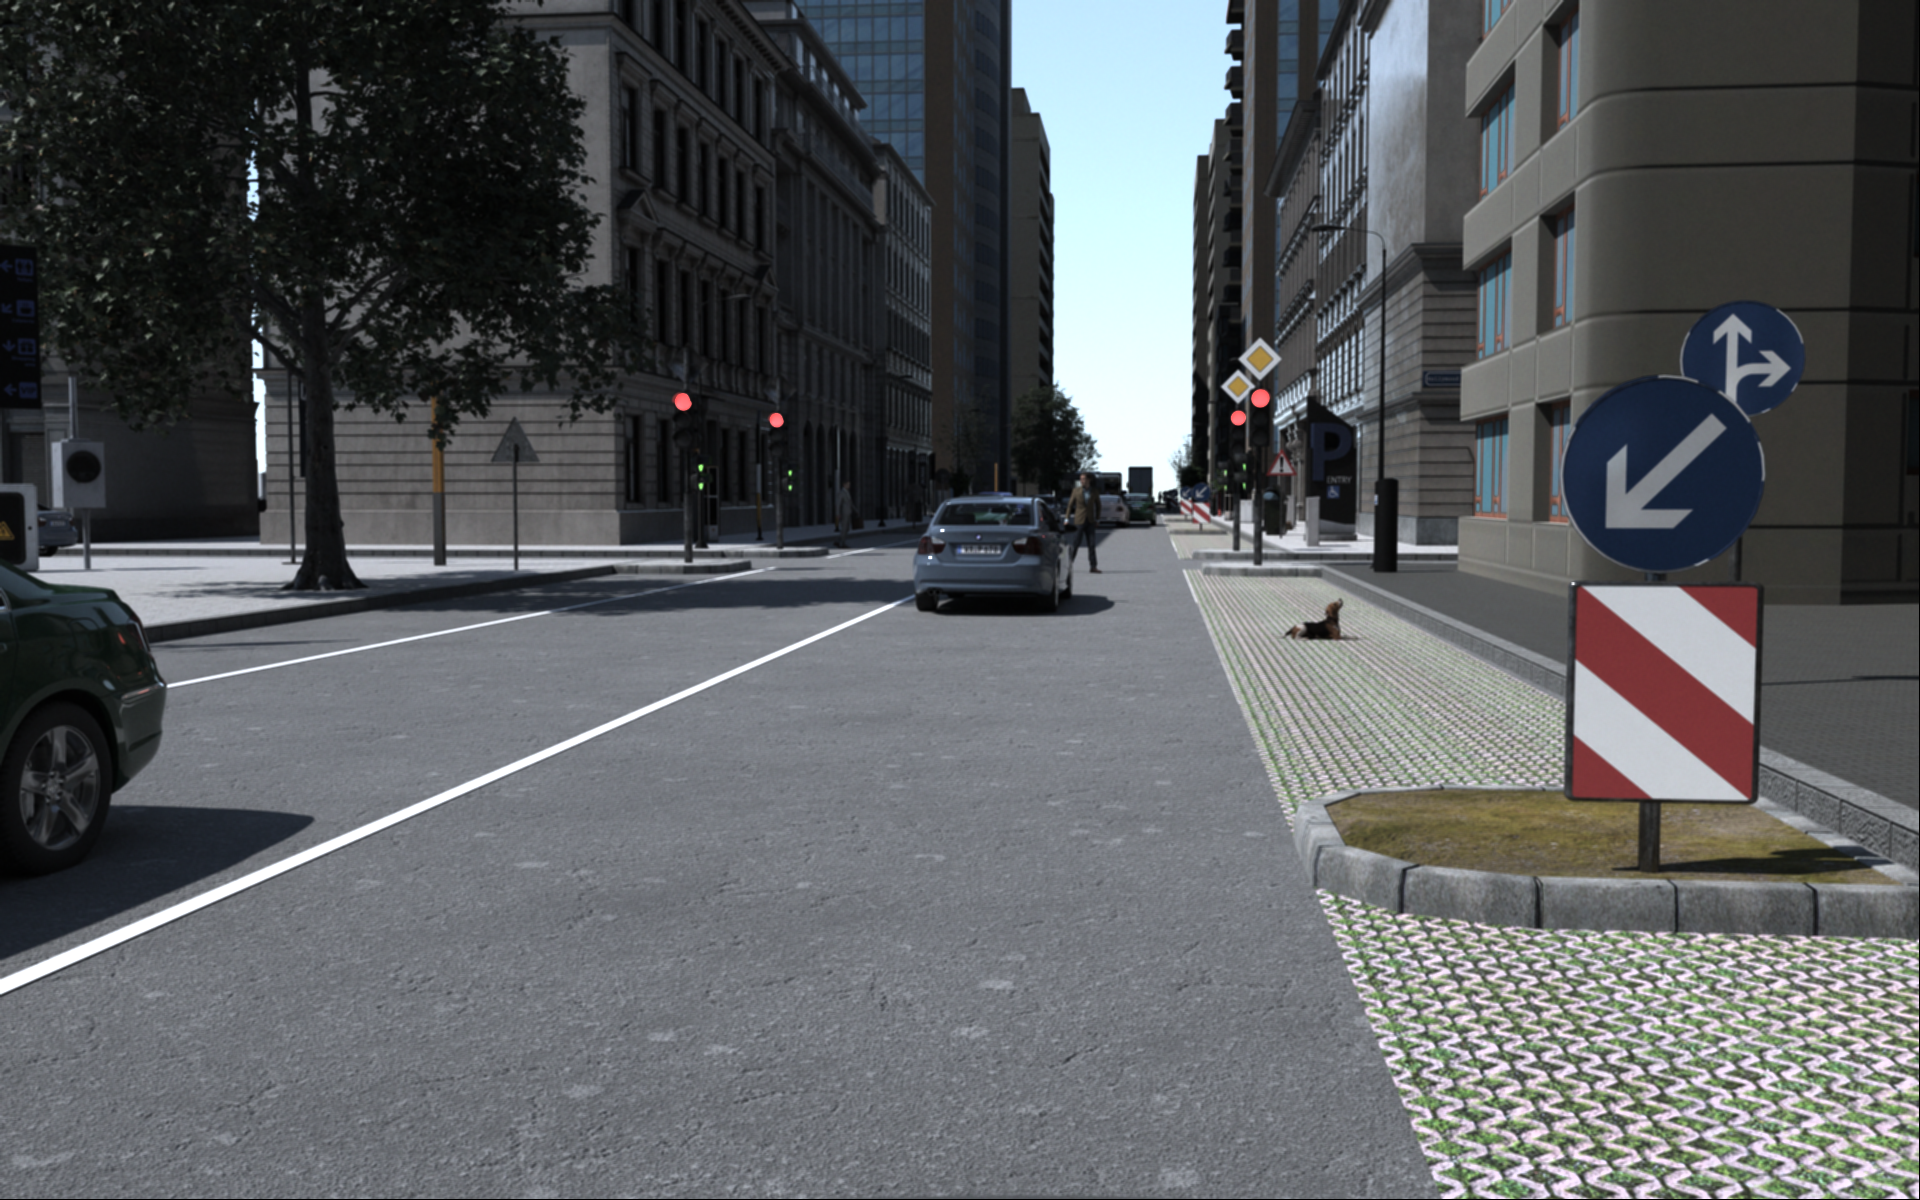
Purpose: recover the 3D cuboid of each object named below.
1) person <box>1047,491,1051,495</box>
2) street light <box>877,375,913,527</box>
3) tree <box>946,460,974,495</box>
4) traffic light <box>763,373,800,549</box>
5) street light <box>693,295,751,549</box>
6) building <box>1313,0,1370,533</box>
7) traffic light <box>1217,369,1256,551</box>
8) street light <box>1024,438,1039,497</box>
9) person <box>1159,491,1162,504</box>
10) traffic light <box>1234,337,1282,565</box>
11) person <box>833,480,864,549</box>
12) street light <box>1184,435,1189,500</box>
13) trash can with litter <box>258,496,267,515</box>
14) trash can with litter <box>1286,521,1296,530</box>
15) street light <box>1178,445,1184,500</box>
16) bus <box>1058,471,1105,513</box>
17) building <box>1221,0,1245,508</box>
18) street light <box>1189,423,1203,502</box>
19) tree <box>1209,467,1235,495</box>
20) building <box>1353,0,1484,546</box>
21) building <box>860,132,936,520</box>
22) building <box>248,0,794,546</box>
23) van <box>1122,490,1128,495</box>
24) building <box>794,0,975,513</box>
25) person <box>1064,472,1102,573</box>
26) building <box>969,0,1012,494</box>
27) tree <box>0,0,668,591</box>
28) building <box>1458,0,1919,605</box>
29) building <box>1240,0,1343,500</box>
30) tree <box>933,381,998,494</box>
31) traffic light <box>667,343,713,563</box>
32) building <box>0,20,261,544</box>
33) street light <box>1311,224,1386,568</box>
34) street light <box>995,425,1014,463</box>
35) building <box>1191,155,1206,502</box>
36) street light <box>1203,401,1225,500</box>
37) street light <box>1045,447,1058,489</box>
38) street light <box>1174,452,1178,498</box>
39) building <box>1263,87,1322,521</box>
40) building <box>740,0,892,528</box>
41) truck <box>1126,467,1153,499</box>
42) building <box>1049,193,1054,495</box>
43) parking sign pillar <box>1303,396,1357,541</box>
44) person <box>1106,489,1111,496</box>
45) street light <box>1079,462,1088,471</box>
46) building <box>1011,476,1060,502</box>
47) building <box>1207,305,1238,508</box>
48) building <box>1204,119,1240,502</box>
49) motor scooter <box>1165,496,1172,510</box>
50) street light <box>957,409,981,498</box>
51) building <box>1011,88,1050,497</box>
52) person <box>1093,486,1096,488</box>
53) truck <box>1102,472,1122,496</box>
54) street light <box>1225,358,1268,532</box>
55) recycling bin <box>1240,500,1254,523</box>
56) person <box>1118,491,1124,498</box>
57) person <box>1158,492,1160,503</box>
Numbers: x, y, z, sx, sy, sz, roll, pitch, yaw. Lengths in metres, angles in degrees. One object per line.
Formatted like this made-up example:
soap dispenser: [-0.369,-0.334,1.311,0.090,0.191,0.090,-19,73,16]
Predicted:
person: [6.190,-6.674,119.091,0.593,1.643,0.415,2,4,34]
street light: [-2.526,-5.822,67.737,1.470,5.913,1.316,0,4,6]
tree: [0.047,-6.377,98.861,1.663,3.219,1.824,0,3,0]
traffic light: [-4.169,-3.134,40.167,0.839,4.253,0.868,0,4,6]
street light: [-5.557,-4.161,40.575,1.470,5.913,1.316,0,4,6]
building: [18.506,-13.063,62.730,9.793,20.994,18.267,0,4,6]
traffic light: [6.230,-3.065,39.030,0.839,4.253,0.868,0,4,6]
street light: [5.906,-10.519,144.529,1.470,5.913,1.316,0,4,6]
person: [27.787,-14.138,239.530,0.599,1.838,0.709,2,4,31]
traffic light: [5.347,-2.579,31.094,0.839,4.253,0.868,0,4,6]
person: [-2.984,-2.248,45.378,0.853,1.813,0.709,1,4,19]
street light: [18.399,-9.938,135.035,1.470,5.913,1.316,0,4,6]
trash can with litter: [-22.764,-2.849,57.639,1.678,1.210,2.233,1,4,21]
trash can with litter: [11.435,-3.091,61.933,1.055,1.170,0.624,0,4,-7]
street light: [21.516,-11.625,162.605,1.470,5.913,1.316,0,4,6]
bus: [9.611,-8.556,134.757,2.948,3.499,13.247,0,4,8]
building: [32.900,-29.796,141.785,22.147,44.769,28.867,0,4,6]
street light: [15.962,-8.625,113.561,1.470,5.913,1.316,0,4,6]
tree: [16.673,-7.000,109.043,1.663,3.219,1.824,0,3,0]
building: [28.744,-13.853,45.587,34.723,24.649,14.460,0,4,6]
building: [-7.278,-15.052,95.247,9.793,20.994,18.267,0,4,6]
building: [-12.135,-11.459,51.987,10.561,19.102,19.286,0,4,6]
van: [24.757,-15.956,265.262,2.240,2.365,5.245,0,4,7]
building: [-6.551,-28.900,122.632,14.600,45.320,14.200,0,4,6]
person: [2.226,-1.416,31.558,0.656,1.842,0.836,-3,5,-40]
building: [-7.313,-36.820,144.010,21.231,58.520,28.212,0,4,6]
tree: [-8.724,-6.487,23.078,9.611,12.733,9.660,0,3,0]
building: [20.525,-10.251,12.649,27.650,21.520,28.899,0,4,6]
building: [27.053,-28.788,120.791,14.600,45.320,14.200,0,4,6]
tree: [0.573,-9.724,109.347,4.360,8.622,3.978,0,3,0]
traffic light: [-5.052,-2.649,32.231,0.839,4.253,0.868,0,4,6]
building: [-31.135,-12.259,49.585,18.267,20.994,9.793,0,4,6]
street light: [6.735,-3.508,29.898,1.470,5.913,1.316,0,4,6]
street light: [2.926,-8.793,116.299,1.470,5.913,1.316,0,4,6]
building: [42.421,-37.345,234.298,21.300,48.544,21.600,0,4,6]
street light: [13.030,-6.971,86.518,1.470,5.913,1.316,0,4,6]
street light: [9.004,-12.183,171.730,1.470,5.913,1.316,0,4,6]
street light: [24.475,-13.279,189.644,1.470,5.913,1.316,0,4,6]
building: [21.499,-14.750,92.071,10.553,20.767,40.483,0,4,6]
building: [-11.276,-14.211,74.154,13.314,21.916,24.055,0,4,6]
truck: [19.005,-11.860,182.822,2.839,4.237,11.283,0,4,5]
building: [5.032,-33.386,229.454,14.154,41.232,14.086,0,4,6]
parking sign pillar: [10.173,-3.608,47.467,1.447,3.967,1.447,0,4,-5]
person: [10.924,-7.213,126.296,0.599,1.838,0.709,3,5,40]
street light: [17.998,-17.164,253.174,1.470,5.913,1.316,0,4,6]
building: [-1.463,-34.127,249.864,32.217,40.220,23.993,0,4,6]
building: [38.964,-19.954,171.288,27.650,21.520,28.899,0,4,6]
building: [41.515,-36.025,212.706,21.300,48.544,21.600,0,4,6]
motor scooter: [17.967,-8.327,148.930,0.815,1.314,1.986,1,4,8]
street light: [0.450,-7.476,94.775,1.470,5.913,1.316,0,4,6]
building: [-0.300,-35.959,211.623,21.300,48.544,21.600,0,4,6]
person: [6.359,-4.439,81.165,0.778,1.811,0.616,2,4,30]
truck: [19.871,-14.568,227.103,2.839,4.237,11.283,0,4,7]
street light: [9.921,-5.303,59.243,1.470,5.913,1.316,0,4,6]
recycling bin: [12.871,-3.914,76.542,0.722,1.027,0.722,-3,5,-41]
person: [14.569,-8.978,156.010,1.217,1.743,0.721,0,4,-1]
person: [30.665,-15.736,266.590,0.445,1.727,0.742,0,4,8]
